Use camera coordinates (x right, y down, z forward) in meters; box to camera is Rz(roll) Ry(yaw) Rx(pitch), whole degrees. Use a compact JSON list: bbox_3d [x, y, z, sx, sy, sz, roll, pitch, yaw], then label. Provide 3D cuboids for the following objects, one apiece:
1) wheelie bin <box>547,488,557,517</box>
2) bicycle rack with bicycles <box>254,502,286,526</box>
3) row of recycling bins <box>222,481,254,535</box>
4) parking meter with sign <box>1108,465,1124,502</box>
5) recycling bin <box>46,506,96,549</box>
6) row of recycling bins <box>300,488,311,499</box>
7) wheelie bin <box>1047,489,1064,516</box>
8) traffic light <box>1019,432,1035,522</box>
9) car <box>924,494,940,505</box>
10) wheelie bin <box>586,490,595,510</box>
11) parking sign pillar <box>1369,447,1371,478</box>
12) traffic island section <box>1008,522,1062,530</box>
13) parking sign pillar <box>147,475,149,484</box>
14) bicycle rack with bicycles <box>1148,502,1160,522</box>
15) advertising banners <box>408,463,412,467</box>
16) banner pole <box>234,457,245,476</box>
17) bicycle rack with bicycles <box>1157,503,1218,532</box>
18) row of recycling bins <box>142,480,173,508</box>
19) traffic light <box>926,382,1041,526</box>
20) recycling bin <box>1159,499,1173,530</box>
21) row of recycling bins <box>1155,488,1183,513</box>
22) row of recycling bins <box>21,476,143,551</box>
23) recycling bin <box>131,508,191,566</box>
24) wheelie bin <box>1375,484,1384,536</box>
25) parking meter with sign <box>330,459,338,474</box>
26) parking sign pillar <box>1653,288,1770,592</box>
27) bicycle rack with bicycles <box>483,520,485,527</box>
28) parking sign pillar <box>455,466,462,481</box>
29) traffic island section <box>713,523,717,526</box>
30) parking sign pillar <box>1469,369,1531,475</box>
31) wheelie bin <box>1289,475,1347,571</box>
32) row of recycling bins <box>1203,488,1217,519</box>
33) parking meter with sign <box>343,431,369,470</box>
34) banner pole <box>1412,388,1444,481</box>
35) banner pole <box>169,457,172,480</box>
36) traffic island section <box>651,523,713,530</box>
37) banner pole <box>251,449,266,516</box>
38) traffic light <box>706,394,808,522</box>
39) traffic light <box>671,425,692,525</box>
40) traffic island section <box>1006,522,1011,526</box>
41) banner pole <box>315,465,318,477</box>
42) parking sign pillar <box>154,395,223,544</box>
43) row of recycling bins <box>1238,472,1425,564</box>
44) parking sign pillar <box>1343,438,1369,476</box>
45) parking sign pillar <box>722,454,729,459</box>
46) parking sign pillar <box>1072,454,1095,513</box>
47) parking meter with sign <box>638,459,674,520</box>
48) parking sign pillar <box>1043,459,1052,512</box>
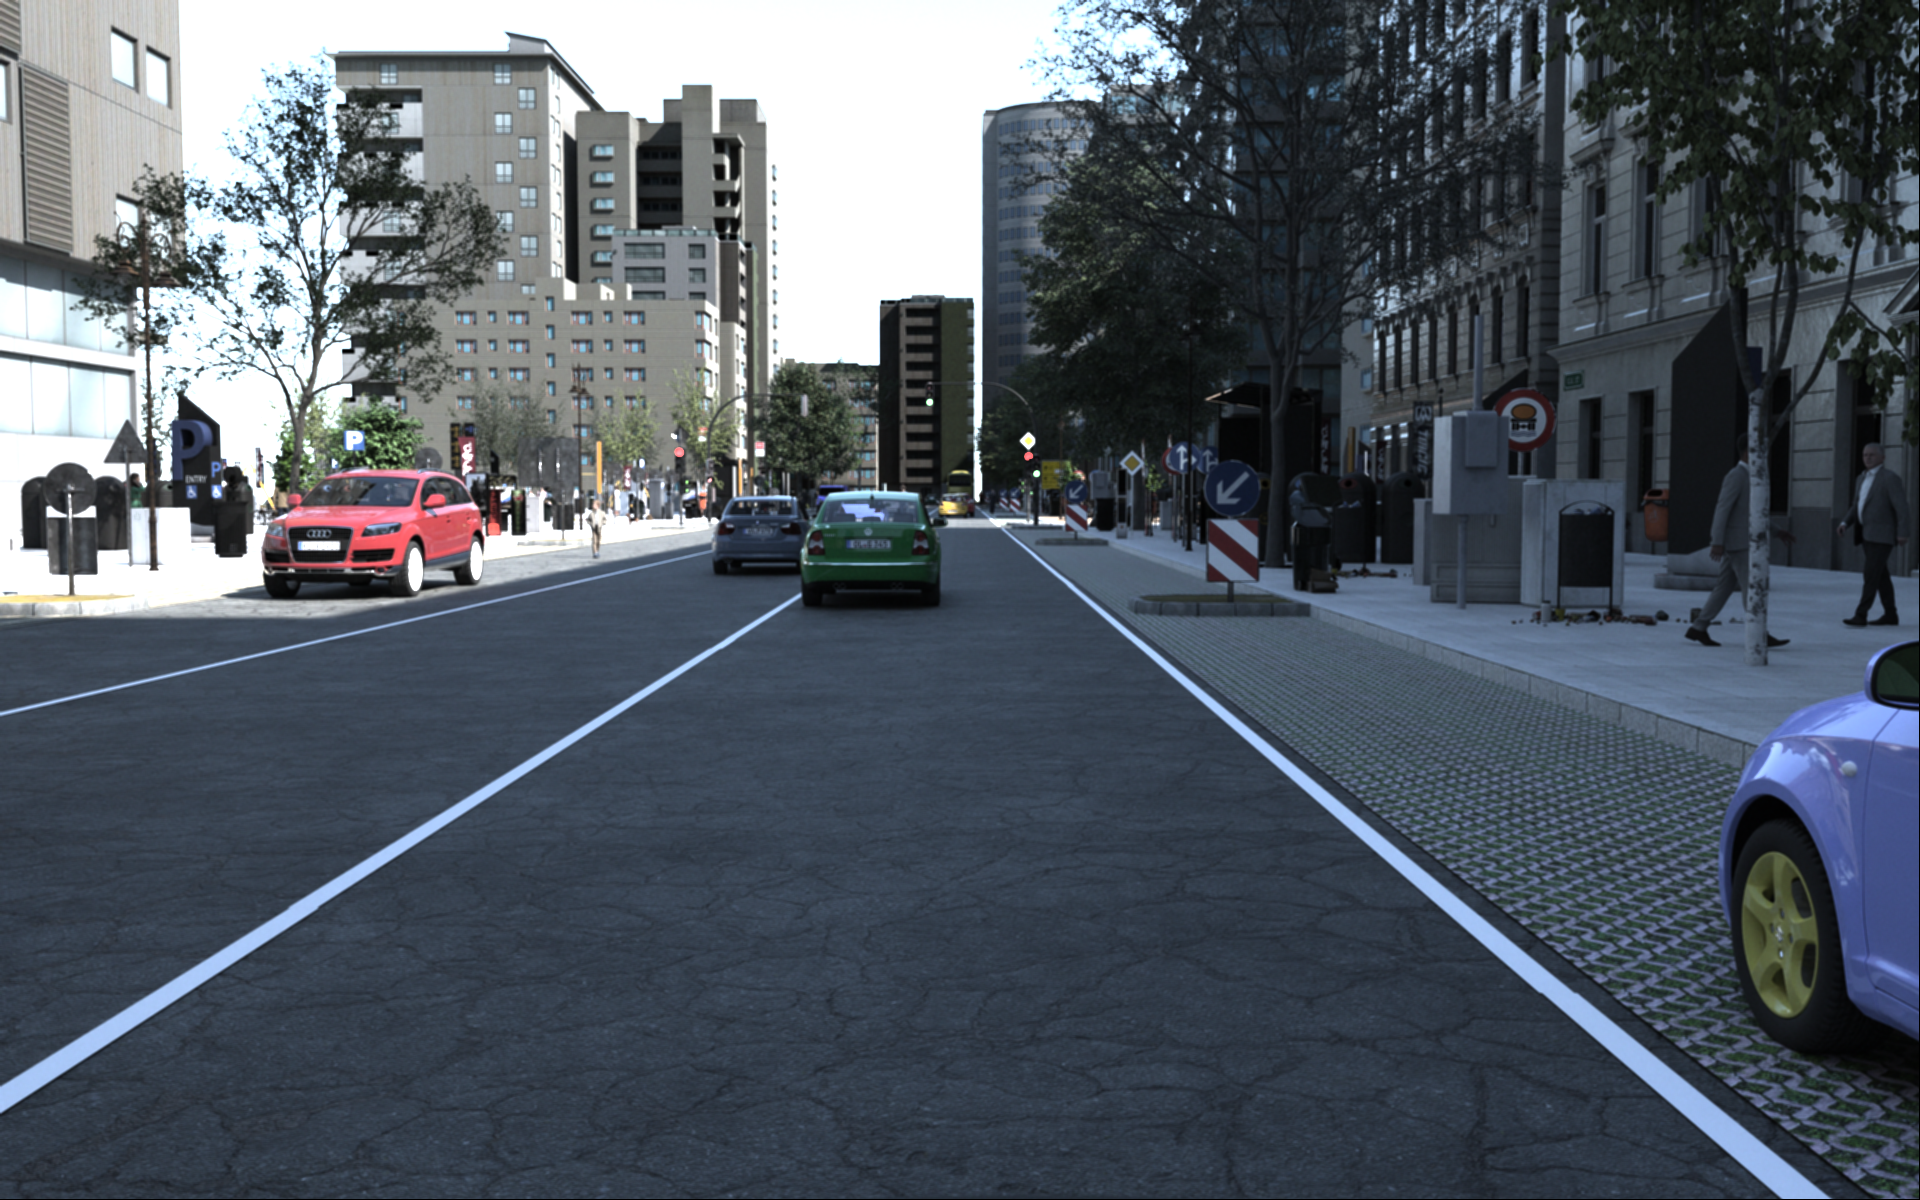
[{"bbox_3d":[-22.828,-5.447,96.960,0.693,1.594,0.980,0,4,7],"label":"wheelie bin"},{"bbox_3d":[-27.750,-3.467,70.073,2.925,0.926,2.852,-3,4,-38],"label":"bicycle rack with bicycles"},{"bbox_3d":[-23.510,-2.837,53.506,1.069,1.692,3.534,2,4,31],"label":"row of recycling bins"},{"bbox_3d":[9.038,-6.609,104.322,1.738,3.016,0.543,2,4,29],"label":"parking meter with sign"},{"bbox_3d":[-18.314,-1.416,35.713,0.722,1.027,0.722,0,4,-5],"label":"recycling bin"},{"bbox_3d":[-22.078,-3.295,60.986,1.069,1.692,3.534,2,4,34],"label":"row of recycling bins"},{"bbox_3d":[5.598,-5.728,101.560,0.980,1.594,0.693,0,4,-5],"label":"wheelie bin"},{"bbox_3d":[3.088,-5.489,78.665,0.839,4.253,0.868,0,3,0],"label":"traffic light"},{"bbox_3d":[-3.581,-12.871,222.245,2.131,1.459,4.920,0,3,0],"label":"car"},{"bbox_3d":[-29.308,-7.937,137.674,0.980,1.594,0.693,-2,4,-34],"label":"wheelie bin"},{"bbox_3d":[20.257,-5.944,85.652,1.447,3.967,1.447,3,4,37],"label":"parking sign pillar"},{"bbox_3d":[3.123,-2.967,70.794,2.009,0.180,2.903,0,3,0],"label":"traffic island section"},{"bbox_3d":[-49.365,-7.195,106.114,1.447,3.967,1.447,0,4,-6],"label":"parking sign pillar"},{"bbox_3d":[8.674,-4.016,79.044,2.925,0.926,2.852,0,4,4],"label":"bicycle rack with bicycles"},{"bbox_3d":[-18.660,-3.949,60.755,2.074,3.025,0.090,-1,4,-17],"label":"advertising banners"},{"bbox_3d":[-47.977,-7.676,115.521,0.863,3.779,0.401,-2,4,-31],"label":"banner pole"},{"bbox_3d":[8.728,-2.753,58.390,2.925,0.926,2.852,3,4,36],"label":"bicycle rack with bicycles"},{"bbox_3d":[-24.395,-2.618,49.916,3.534,1.692,1.069,-1,4,-23],"label":"row of recycling bins"},{"bbox_3d":[0.991,-5.864,70.540,4.771,5.953,1.251,0,3,0],"label":"traffic light"},{"bbox_3d":[7.575,-3.045,62.345,0.722,1.027,0.722,0,4,1],"label":"recycling bin"},{"bbox_3d":[14.254,-6.657,115.949,3.534,1.692,1.069,-3,5,-43],"label":"row of recycling bins"},{"bbox_3d":[-20.593,-2.025,40.223,3.534,1.692,1.069,2,4,33],"label":"row of recycling bins"},{"bbox_3d":[-14.449,-1.148,31.317,0.722,1.027,0.722,1,4,16],"label":"recycling bin"},{"bbox_3d":[12.744,-2.728,52.508,0.980,1.594,0.693,0,4,7],"label":"wheelie bin"},{"bbox_3d":[-29.753,-5.139,80.290,1.738,3.016,0.543,1,4,10],"label":"parking meter with sign"},{"bbox_3d":[10.174,-2.133,23.353,1.447,3.967,1.447,-1,4,-15],"label":"parking sign pillar"},{"bbox_3d":[-18.802,-3.027,62.881,2.925,0.926,2.852,-1,4,-10],"label":"bicycle rack with bicycles"},{"bbox_3d":[-37.708,-8.747,131.492,1.447,3.967,1.447,-2,4,-29],"label":"parking sign pillar"},{"bbox_3d":[-11.413,-3.456,78.793,2.009,0.180,2.903,0,3,0],"label":"traffic island section"},{"bbox_3d":[11.776,-3.021,37.868,1.447,3.967,1.447,3,5,40],"label":"parking sign pillar"},{"bbox_3d":[5.958,-1.288,28.974,0.980,1.594,0.693,-1,4,-10],"label":"wheelie bin"},{"bbox_3d":[13.338,-4.655,83.223,3.534,1.692,1.069,1,4,17],"label":"row of recycling bins"},{"bbox_3d":[-16.279,-3.097,46.889,0.543,3.016,1.738,-2,4,-26],"label":"parking meter with sign"},{"bbox_3d":[11.106,-3.116,40.969,0.863,3.779,0.401,1,4,9],"label":"banner pole"},{"bbox_3d":[-53.428,-7.795,117.462,0.401,3.779,0.863,0,4,7],"label":"banner pole"},{"bbox_3d":[-11.419,-2.968,70.808,2.009,0.180,2.903,0,3,0],"label":"traffic island section"},{"bbox_3d":[-39.175,-6.517,96.566,0.863,3.779,0.401,-3,4,-37],"label":"banner pole"},{"bbox_3d":[-9.281,-6.362,78.692,4.771,5.953,1.251,0,3,0],"label":"traffic light"},{"bbox_3d":[-11.379,-5.000,70.674,0.839,4.253,0.868,0,3,0],"label":"traffic light"},{"bbox_3d":[3.128,-3.456,78.779,2.009,0.180,2.903,0,3,0],"label":"traffic island section"},{"bbox_3d":[-51.177,-9.036,137.748,0.401,3.779,0.863,0,4,6],"label":"banner pole"},{"bbox_3d":[-20.000,-3.481,45.379,1.447,3.967,1.447,1,4,20],"label":"parking sign pillar"},{"bbox_3d":[6.956,-1.560,32.625,3.534,1.692,1.069,1,4,23],"label":"row of recycling bins"},{"bbox_3d":[18.704,-5.799,83.290,1.447,3.967,1.447,0,4,5],"label":"parking sign pillar"},{"bbox_3d":[-15.209,-7.732,114.887,1.447,3.967,1.447,1,4,14],"label":"parking sign pillar"},{"bbox_3d":[9.001,-8.381,125.504,1.447,3.967,1.447,2,4,32],"label":"parking sign pillar"},{"bbox_3d":[-15.128,-5.511,86.363,1.738,3.016,0.543,1,4,16],"label":"parking meter with sign"},{"bbox_3d":[6.740,-8.378,125.451,1.447,3.967,1.447,-1,4,-18],"label":"parking sign pillar"}]
